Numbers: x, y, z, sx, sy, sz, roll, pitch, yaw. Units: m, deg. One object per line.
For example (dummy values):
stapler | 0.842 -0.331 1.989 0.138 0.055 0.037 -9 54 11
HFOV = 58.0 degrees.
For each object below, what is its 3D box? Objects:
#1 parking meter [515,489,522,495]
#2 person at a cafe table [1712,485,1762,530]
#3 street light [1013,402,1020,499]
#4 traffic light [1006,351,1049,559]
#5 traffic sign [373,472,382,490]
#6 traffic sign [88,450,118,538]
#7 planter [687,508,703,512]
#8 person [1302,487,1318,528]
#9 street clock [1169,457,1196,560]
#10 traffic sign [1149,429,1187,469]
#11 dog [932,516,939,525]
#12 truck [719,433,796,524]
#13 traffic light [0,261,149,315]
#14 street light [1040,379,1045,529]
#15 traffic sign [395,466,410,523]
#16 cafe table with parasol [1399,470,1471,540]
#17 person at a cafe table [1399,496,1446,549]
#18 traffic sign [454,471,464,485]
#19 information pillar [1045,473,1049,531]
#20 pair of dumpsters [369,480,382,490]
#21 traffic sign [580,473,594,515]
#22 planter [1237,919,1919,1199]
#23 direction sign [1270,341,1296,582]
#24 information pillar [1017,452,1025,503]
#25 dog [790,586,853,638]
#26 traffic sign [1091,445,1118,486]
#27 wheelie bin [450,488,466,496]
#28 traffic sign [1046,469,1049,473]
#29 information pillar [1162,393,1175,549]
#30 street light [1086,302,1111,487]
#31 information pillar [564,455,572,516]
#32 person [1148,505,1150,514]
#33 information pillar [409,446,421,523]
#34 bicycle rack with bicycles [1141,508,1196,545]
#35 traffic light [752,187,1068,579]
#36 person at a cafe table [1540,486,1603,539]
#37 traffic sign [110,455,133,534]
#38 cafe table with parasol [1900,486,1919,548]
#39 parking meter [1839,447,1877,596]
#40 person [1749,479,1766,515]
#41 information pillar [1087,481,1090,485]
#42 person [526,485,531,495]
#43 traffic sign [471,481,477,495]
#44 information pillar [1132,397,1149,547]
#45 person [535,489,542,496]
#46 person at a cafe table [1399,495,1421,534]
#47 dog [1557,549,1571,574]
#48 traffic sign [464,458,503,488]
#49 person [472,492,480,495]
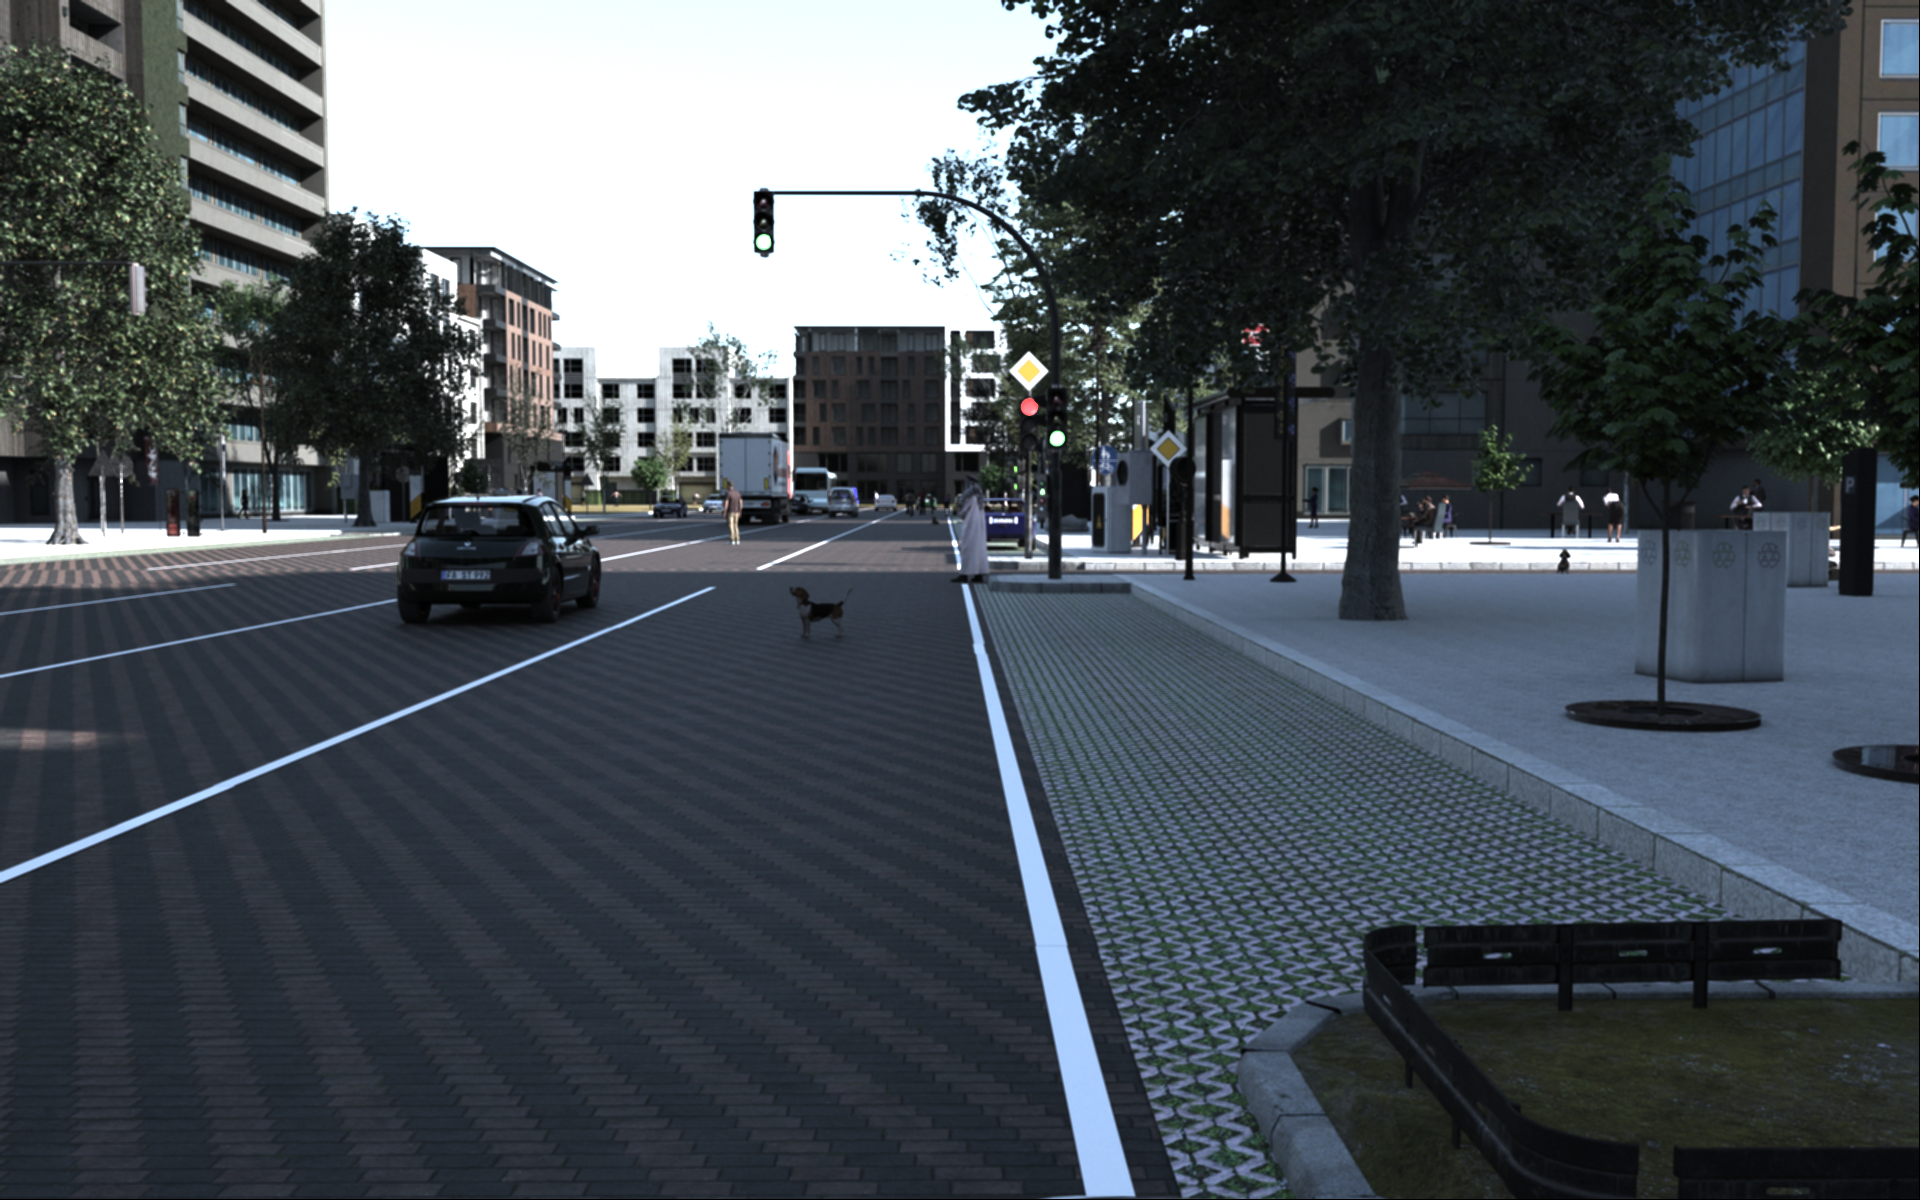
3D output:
parking meter | -22.690 -4.933 89.058 0.372 1.533 0.369 0 3 0
person at a cafe table | 20.683 -2.259 45.453 1.698 1.524 1.622 1 4 10
street light | 2.906 -6.943 86.309 0.468 5.910 1.993 0 4 -1
traffic light | 1.333 -2.765 34.125 0.839 4.253 0.868 0 4 -1
traffic sign | -27.125 -4.816 80.875 0.606 2.300 0.079 1 4 9
traffic sign | -25.274 -3.124 51.074 0.884 2.594 0.081 0 4 4
planter | -21.206 -7.030 136.075 1.991 0.319 1.994 0 4 -1
person | 13.199 -3.468 65.119 0.546 1.535 0.453 -1 4 -17
street clock | 4.302 -1.769 33.497 0.471 2.002 0.358 -2 4 -27
traffic sign | 4.252 -2.171 35.223 0.795 2.593 0.064 0 4 1
dog | -1.231 -3.741 81.361 0.550 0.427 0.748 1 4 15
truck | -9.871 -5.874 84.957 2.839 4.237 11.283 0 4 0
traffic light | -18.396 -3.626 33.950 4.771 5.953 1.251 0 4 -1
street light | 3.043 -5.581 64.031 0.468 5.910 1.993 0 4 -1
traffic sign | -25.085 -4.767 78.050 0.768 2.556 0.104 0 4 5
cafe table with parasol | 13.340 -2.738 49.629 2.610 1.966 2.610 -3 5 -43
person at a cafe table | 10.609 -1.845 41.030 1.726 1.238 1.698 3 5 39
traffic sign | -27.857 -5.896 96.506 0.768 2.556 0.104 1 4 8
information pillar | 3.193 -3.444 60.802 0.304 2.012 0.304 3 5 43
pair of dumpsters | -27.499 -4.985 84.003 1.574 2.255 4.437 0 4 0
traffic sign | -22.976 -6.525 106.684 0.884 2.594 0.081 0 4 2
planter | 1.665 1.060 3.802 1.991 0.319 1.994 0 4 -1
direction sign | 4.737 -2.036 25.281 0.379 3.537 0.876 2 4 28
information pillar | 3.433 -6.476 97.230 0.504 3.616 0.183 -2 4 -27
dog | -1.388 0.119 17.338 0.406 0.507 0.540 2 4 32
traffic sign | 3.784 -2.751 45.087 0.768 2.556 0.104 0 4 3
wheelie bin | -27.079 -5.227 93.377 0.693 1.594 0.980 2 4 31
traffic sign | 4.432 -5.334 87.313 0.768 2.556 0.104 0 4 4
information pillar | 4.844 -2.987 40.197 0.183 3.616 0.504 -1 4 -18
street light | 3.301 -4.206 41.558 0.468 5.910 1.993 0 4 -1
information pillar | -23.406 -6.843 103.233 0.504 3.616 0.183 -2 4 -32
person | 6.208 -3.142 58.327 0.541 1.710 0.530 0 4 3
information pillar | -24.109 -5.213 76.592 0.504 3.616 0.183 -2 4 -25
bicycle rack with bicycles | 5.505 -1.903 44.494 2.852 0.926 2.925 -1 4 -9
traffic light | -0.679 -3.138 25.978 4.771 5.953 1.251 0 4 -1
person at a cafe table | 17.774 -2.559 50.348 1.698 1.524 1.622 1 4 20
traffic sign | -26.673 -3.363 55.085 0.768 2.556 0.104 0 4 5
cafe table with parasol | 23.521 -2.228 41.300 2.610 1.966 2.610 0 4 -3
parking meter | 11.349 -0.990 21.900 0.255 1.863 0.399 0 4 -6
person | 23.524 -2.713 51.229 0.655 1.722 0.431 -2 4 -31
information pillar | 6.861 -5.472 93.961 0.304 2.012 0.304 2 4 31
person | -25.549 -5.895 102.291 0.599 1.838 0.709 -1 4 -9
traffic sign | -25.147 -5.443 89.093 0.768 2.556 0.104 0 4 2
information pillar | 4.333 -3.085 41.788 0.504 3.616 0.183 -2 4 -34
person | -24.269 -5.626 99.993 0.963 1.587 0.435 1 4 22
person at a cafe table | 14.123 -2.917 56.213 1.698 1.524 1.622 1 4 16
dog | 10.000 -0.576 28.709 0.406 0.507 0.540 -1 4 -15
traffic sign | -27.233 -6.430 98.997 2.265 3.308 0.079 0 4 5
person | -24.185 -4.897 86.232 0.598 1.807 0.434 3 5 40
